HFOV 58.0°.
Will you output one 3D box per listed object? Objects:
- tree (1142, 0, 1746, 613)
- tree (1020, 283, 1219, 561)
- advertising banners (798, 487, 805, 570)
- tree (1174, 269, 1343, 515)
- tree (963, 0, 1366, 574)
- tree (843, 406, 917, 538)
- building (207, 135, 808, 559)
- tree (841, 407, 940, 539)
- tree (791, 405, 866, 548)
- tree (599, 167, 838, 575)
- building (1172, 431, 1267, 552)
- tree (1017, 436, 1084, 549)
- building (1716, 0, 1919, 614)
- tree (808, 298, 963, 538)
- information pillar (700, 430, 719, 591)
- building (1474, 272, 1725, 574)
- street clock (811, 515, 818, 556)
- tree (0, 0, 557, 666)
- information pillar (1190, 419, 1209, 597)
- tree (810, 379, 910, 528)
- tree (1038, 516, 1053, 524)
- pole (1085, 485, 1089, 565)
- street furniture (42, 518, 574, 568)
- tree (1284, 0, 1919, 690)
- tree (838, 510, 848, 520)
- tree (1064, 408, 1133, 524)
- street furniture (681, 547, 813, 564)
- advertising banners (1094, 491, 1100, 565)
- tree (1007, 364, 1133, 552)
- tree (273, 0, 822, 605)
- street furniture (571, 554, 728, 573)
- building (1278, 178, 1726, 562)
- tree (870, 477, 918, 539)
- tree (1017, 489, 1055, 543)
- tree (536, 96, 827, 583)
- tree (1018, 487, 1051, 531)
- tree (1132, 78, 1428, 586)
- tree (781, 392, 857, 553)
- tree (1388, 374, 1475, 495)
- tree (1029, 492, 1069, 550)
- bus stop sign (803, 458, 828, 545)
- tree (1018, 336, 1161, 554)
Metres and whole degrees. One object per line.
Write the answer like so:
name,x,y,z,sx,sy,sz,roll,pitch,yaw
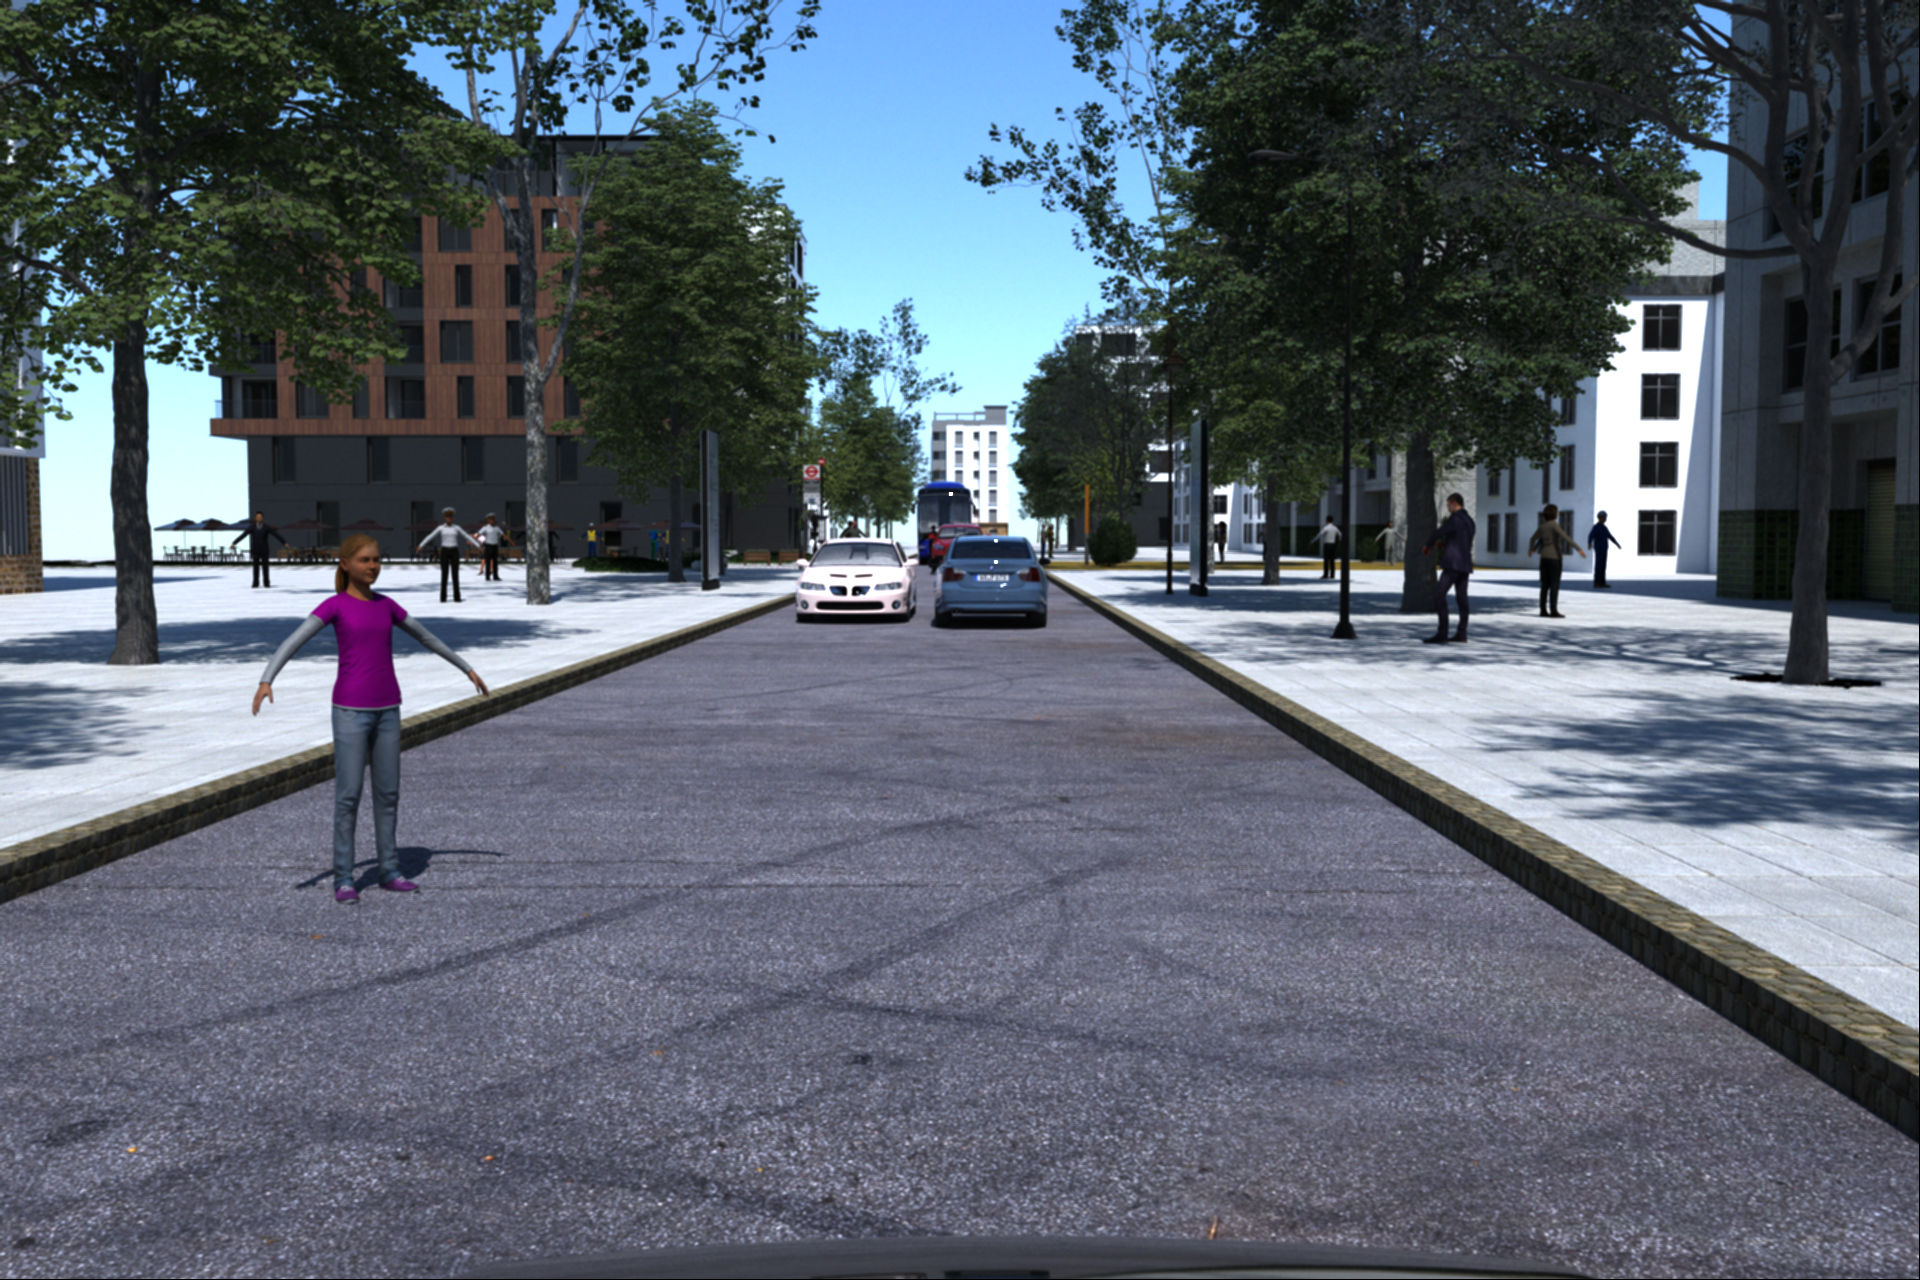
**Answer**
tree,7.586,-7.426,28.075,9.857,13.997,8.962,0,3,0
tree,7.892,-10.599,83.656,12.009,13.543,11.850,0,3,0
advertising banners,-5.790,-4.113,63.436,0.090,3.025,2.074,0,4,0
tree,12.675,-9.349,70.988,7.486,12.596,7.792,0,3,0
tree,6.981,-12.250,56.175,12.611,20.169,13.585,0,3,0
tree,-7.371,-14.384,153.302,7.486,12.596,7.792,0,3,0
building,-24.727,-15.987,105.357,27.936,21.610,32.646,0,4,0
tree,-6.992,-15.620,165.758,12.009,13.543,11.850,0,3,0
tree,-7.649,-8.980,97.186,4.737,8.622,4.395,0,3,0
tree,-7.722,-8.333,54.372,7.486,12.596,7.792,0,3,0
building,22.263,-11.671,132.966,9.099,9.664,28.070,0,4,1
tree,8.620,-13.725,150.158,9.928,11.665,9.643,0,3,0
building,23.589,-9.322,18.874,16.747,18.905,31.486,0,4,1
tree,-6.581,-17.317,139.020,12.611,20.169,13.585,0,3,0
information pillar,-5.763,-2.974,39.946,0.184,3.620,1.656,0,4,0
building,25.207,-6.995,56.512,9.099,9.664,28.070,0,4,1
street clock,-5.403,-3.675,64.649,0.358,2.002,0.471,0,4,2
tree,-7.788,-6.045,16.967,7.486,12.596,7.792,0,3,0
information pillar,4.996,-2.745,36.191,0.184,3.620,1.656,0,4,1
tree,-7.537,-12.735,126.344,7.486,12.596,7.792,0,3,0
tree,13.318,-18.480,252.516,4.360,8.622,3.978,0,3,0
pole,5.275,-4.780,71.991,0.158,3.312,0.155,0,3,0
street furniture,-30.804,-4.044,71.151,27.439,1.986,14.083,0,4,7
tree,7.419,-6.371,14.529,12.009,13.543,11.850,0,3,0
tree,-19.688,-19.887,259.566,7.601,10.594,8.767,1,4,9
tree,8.147,-9.053,98.379,4.737,8.622,4.395,0,3,0
street furniture,-9.441,-3.835,78.329,5.734,0.657,10.072,0,4,8
advertising banners,5.574,-4.542,70.444,0.090,3.025,2.074,0,4,1
tree,7.967,-13.305,124.185,9.857,13.997,8.962,0,3,0
tree,-8.307,-10.625,29.615,12.611,20.169,13.585,0,3,0
street furniture,-11.067,-2.843,62.107,5.734,0.657,10.072,-1,4,-12
building,28.236,-13.960,94.710,16.747,18.905,31.486,0,4,0
tree,-9.673,-20.482,253.014,7.486,12.596,7.792,0,3,0
tree,12.014,-19.871,259.307,7.601,10.594,8.767,0,4,6
tree,-7.373,-7.771,45.176,7.486,12.596,7.792,0,3,0
tree,7.909,-13.248,166.974,4.737,8.622,4.395,0,3,0
tree,7.987,-7.659,43.353,7.486,12.596,7.792,0,3,0
tree,-7.739,-8.583,90.691,4.737,8.622,4.395,0,3,0
tree,20.028,-7.697,76.205,4.360,8.622,3.978,0,3,0
tree,8.082,-11.535,138.954,4.360,8.622,3.978,0,3,0
bus stop sign,-5.072,-4.419,60.952,0.855,3.939,0.416,0,4,1
tree,8.225,-12.439,110.029,9.857,13.997,8.962,0,3,0
